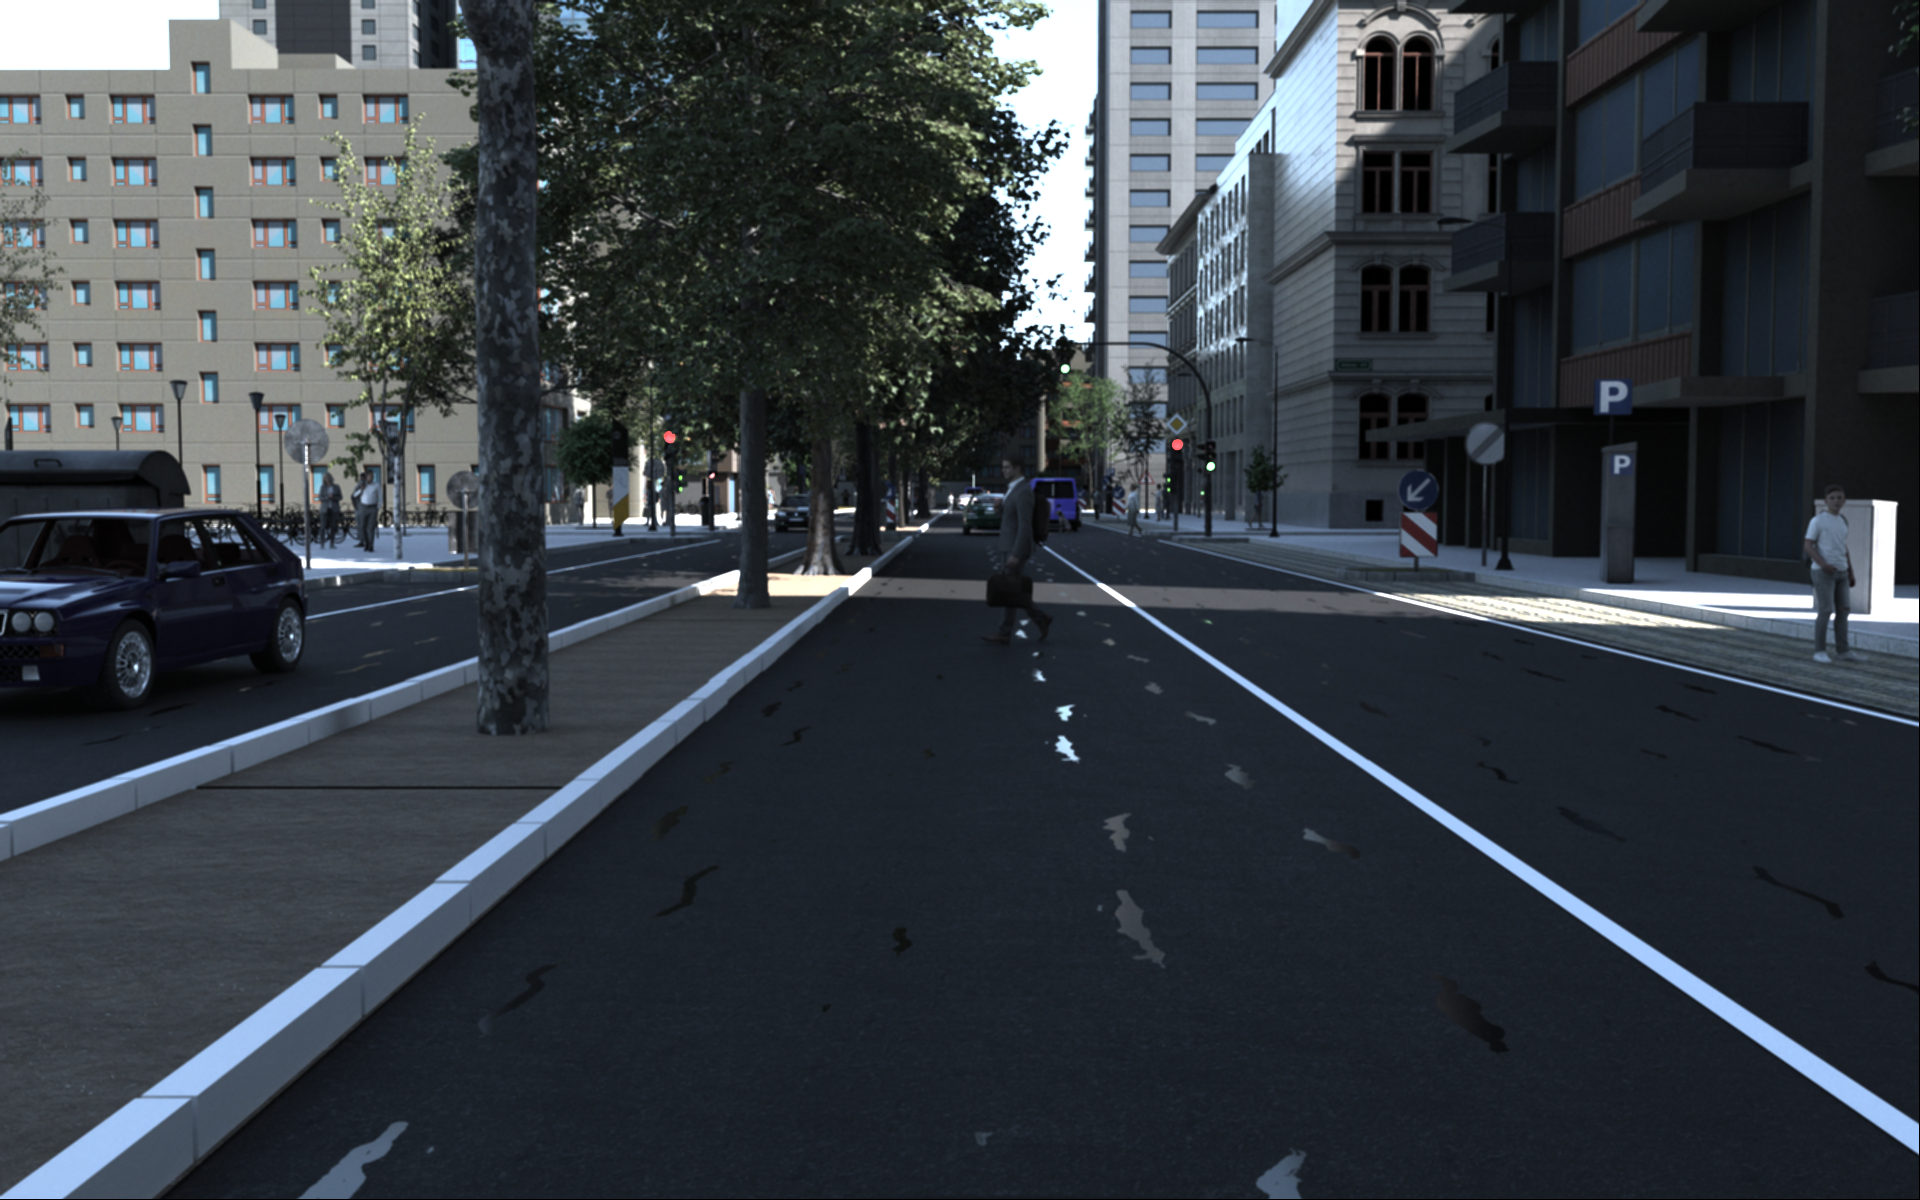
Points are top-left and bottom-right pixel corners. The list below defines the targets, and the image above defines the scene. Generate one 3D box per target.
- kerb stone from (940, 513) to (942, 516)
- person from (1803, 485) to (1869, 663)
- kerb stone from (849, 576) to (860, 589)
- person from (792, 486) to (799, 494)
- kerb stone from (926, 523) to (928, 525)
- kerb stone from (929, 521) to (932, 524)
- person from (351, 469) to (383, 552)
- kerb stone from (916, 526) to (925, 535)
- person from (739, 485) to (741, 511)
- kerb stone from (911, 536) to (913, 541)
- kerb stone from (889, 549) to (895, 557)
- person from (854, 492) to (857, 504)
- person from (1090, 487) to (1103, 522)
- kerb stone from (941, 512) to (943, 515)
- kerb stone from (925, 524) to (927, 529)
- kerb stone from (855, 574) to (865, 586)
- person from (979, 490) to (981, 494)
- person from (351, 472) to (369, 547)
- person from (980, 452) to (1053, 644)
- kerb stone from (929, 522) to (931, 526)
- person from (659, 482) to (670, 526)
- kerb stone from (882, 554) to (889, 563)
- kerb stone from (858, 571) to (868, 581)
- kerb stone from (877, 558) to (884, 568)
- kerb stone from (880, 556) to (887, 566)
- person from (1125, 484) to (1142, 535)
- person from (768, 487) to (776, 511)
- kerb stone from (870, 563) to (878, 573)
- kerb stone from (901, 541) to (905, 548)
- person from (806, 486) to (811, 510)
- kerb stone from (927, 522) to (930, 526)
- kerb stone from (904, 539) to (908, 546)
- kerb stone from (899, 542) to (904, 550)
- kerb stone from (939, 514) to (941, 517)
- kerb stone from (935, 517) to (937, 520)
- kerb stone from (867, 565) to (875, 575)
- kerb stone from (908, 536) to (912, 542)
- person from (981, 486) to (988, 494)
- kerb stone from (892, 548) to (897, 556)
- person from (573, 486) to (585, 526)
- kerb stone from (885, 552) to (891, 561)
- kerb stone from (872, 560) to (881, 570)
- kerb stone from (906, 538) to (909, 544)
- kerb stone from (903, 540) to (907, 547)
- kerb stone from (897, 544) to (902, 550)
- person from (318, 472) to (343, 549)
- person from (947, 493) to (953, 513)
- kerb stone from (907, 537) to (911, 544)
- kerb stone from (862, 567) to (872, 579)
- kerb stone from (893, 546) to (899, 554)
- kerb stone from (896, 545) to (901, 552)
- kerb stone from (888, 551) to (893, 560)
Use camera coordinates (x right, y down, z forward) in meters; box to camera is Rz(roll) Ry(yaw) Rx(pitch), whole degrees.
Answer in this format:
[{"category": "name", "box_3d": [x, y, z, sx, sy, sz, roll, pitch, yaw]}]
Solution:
[{"category": "kerb stone", "box_3d": [-1.317, -4.953, 103.171, 0.120, 0.150, 1.000, 0, 4, 0]}, {"category": "person", "box_3d": [7.426, -0.221, 14.716, 0.523, 1.515, 0.503, 3, 4, 37]}, {"category": "kerb stone", "box_3d": [-1.608, -0.217, 25.736, 0.120, 0.150, 1.000, 0, 4, 0]}, {"category": "person", "box_3d": [-7.464, -4.301, 79.070, 0.529, 1.795, 0.600, 0, 4, -3]}, {"category": "kerb stone", "box_3d": [-1.434, -2.885, 69.364, 0.120, 0.150, 1.000, 0, 4, 0]}, {"category": "kerb stone", "box_3d": [-1.417, -3.261, 75.506, 0.120, 0.150, 1.000, 0, 4, 0]}, {"category": "person", "box_3d": [-13.244, -1.991, 38.702, 0.679, 1.850, 0.850, -1, 4, -15]}, {"category": "kerb stone", "box_3d": [-1.464, -2.570, 64.236, 0.120, 0.150, 1.000, 0, 4, 0]}, {"category": "person", "box_3d": [-11.866, -5.359, 93.999, 0.374, 1.781, 0.599, 3, 5, 44]}, {"category": "kerb stone", "box_3d": [-1.510, -1.721, 50.338, 0.120, 0.150, 1.000, 0, 4, 0]}, {"category": "kerb stone", "box_3d": [-1.556, -0.969, 38.052, 0.120, 0.150, 1.000, 0, 4, 0]}, {"category": "person", "box_3d": [-7.310, -7.070, 124.187, 0.635, 1.810, 0.391, 0, 4, 8]}, {"category": "person", "box_3d": [6.954, -4.876, 88.409, 0.473, 1.802, 0.592, -2, 4, -31]}, {"category": "kerb stone", "box_3d": [-1.291, -5.266, 108.297, 0.120, 0.150, 1.000, 0, 4, 0]}, {"category": "kerb stone", "box_3d": [-1.450, -2.759, 67.310, 0.120, 0.150, 1.000, 0, 4, 0]}, {"category": "kerb stone", "box_3d": [-1.603, -0.271, 26.764, 0.120, 0.150, 1.000, 0, 4, 0]}, {"category": "person", "box_3d": [1.373, -7.064, 124.560, 0.524, 1.755, 0.480, 3, 4, 37]}, {"category": "person", "box_3d": [-14.438, -2.176, 41.799, 0.511, 1.800, 0.466, 0, 4, 4]}, {"category": "person", "box_3d": [0.571, -0.495, 16.563, 0.822, 1.834, 0.622, -1, 4, -20]}, {"category": "kerb stone", "box_3d": [-1.423, -3.136, 73.461, 0.120, 0.150, 1.000, 0, 4, 0]}, {"category": "person", "box_3d": [-11.834, -3.862, 69.533, 0.599, 1.781, 0.374, 3, 5, 41]}, {"category": "kerb stone", "box_3d": [-1.569, -0.779, 34.973, 0.120, 0.150, 1.000, 0, 4, 0]}, {"category": "kerb stone", "box_3d": [-1.602, -0.333, 27.786, 0.120, 0.150, 1.000, 0, 4, 0]}, {"category": "kerb stone", "box_3d": [-1.578, -0.656, 32.917, 0.120, 0.150, 1.000, 0, 4, 0]}, {"category": "kerb stone", "box_3d": [-1.572, -0.718, 33.949, 0.120, 0.150, 1.000, 0, 4, 0]}, {"category": "person", "box_3d": [6.061, -3.150, 60.229, 0.641, 1.798, 0.478, -1, 4, -10]}, {"category": "person", "box_3d": [-14.112, -7.553, 129.622, 0.616, 1.811, 0.778, 0, 3, 0]}, {"category": "kerb stone", "box_3d": [-1.594, -0.525, 30.858, 0.120, 0.150, 1.000, 0, 4, 0]}, {"category": "kerb stone", "box_3d": [-1.534, -1.346, 44.203, 0.120, 0.150, 1.000, 0, 4, 0]}, {"category": "person", "box_3d": [-5.367, -3.342, 63.331, 0.473, 1.802, 0.592, 0, 4, -8]}, {"category": "kerb stone", "box_3d": [-1.431, -3.010, 71.412, 0.120, 0.150, 1.000, 0, 4, 0]}, {"category": "kerb stone", "box_3d": [-1.530, -1.471, 46.247, 0.120, 0.150, 1.000, 0, 4, 0]}, {"category": "kerb stone", "box_3d": [-1.545, -1.283, 43.179, 0.120, 0.150, 1.000, 0, 4, 0]}, {"category": "kerb stone", "box_3d": [-1.322, -4.762, 100.102, 0.120, 0.150, 1.000, 0, 4, 0]}, {"category": "kerb stone", "box_3d": [-1.375, -4.013, 87.802, 0.120, 0.150, 1.000, 0, 4, 0]}, {"category": "kerb stone", "box_3d": [-1.598, -0.467, 29.836, 0.120, 0.150, 1.000, 0, 4, 0]}, {"category": "kerb stone", "box_3d": [-1.512, -1.659, 49.316, 0.120, 0.150, 1.000, 0, 4, 0]}, {"category": "person", "box_3d": [1.094, -4.287, 78.712, 0.853, 1.813, 0.709, 0, 4, 4]}, {"category": "kerb stone", "box_3d": [-1.556, -1.032, 39.074, 0.120, 0.150, 1.000, 0, 4, 0]}, {"category": "person", "box_3d": [-15.554, -3.938, 70.610, 0.537, 1.800, 0.526, -3, 5, -43]}, {"category": "kerb stone", "box_3d": [-1.564, -0.844, 36.003, 0.120, 0.150, 1.000, 0, 4, 0]}, {"category": "kerb stone", "box_3d": [-1.579, -0.591, 31.891, 0.120, 0.150, 1.000, 0, 4, 0]}, {"category": "kerb stone", "box_3d": [-1.525, -1.534, 47.272, 0.120, 0.150, 1.000, 0, 4, 0]}, {"category": "kerb stone", "box_3d": [-1.534, -1.403, 45.225, 0.120, 0.150, 1.000, 0, 4, 0]}, {"category": "kerb stone", "box_3d": [-1.545, -1.220, 42.147, 0.120, 0.150, 1.000, 0, 4, 0]}, {"category": "person", "box_3d": [-14.767, -2.105, 40.648, 0.537, 1.800, 0.526, -1, 4, -19]}, {"category": "person", "box_3d": [-0.766, -7.358, 131.396, 0.503, 1.515, 0.523, -1, 4, -14]}, {"category": "kerb stone", "box_3d": [-1.521, -1.596, 48.294, 0.120, 0.150, 1.000, 0, 4, 0]}, {"category": "kerb stone", "box_3d": [-1.592, -0.405, 28.814, 0.120, 0.150, 1.000, 0, 4, 0]}, {"category": "kerb stone", "box_3d": [-1.551, -1.091, 40.098, 0.120, 0.150, 1.000, 0, 4, 0]}, {"category": "kerb stone", "box_3d": [-1.551, -1.158, 41.124, 0.120, 0.150, 1.000, 0, 4, 0]}, {"category": "kerb stone", "box_3d": [-1.559, -0.907, 37.025, 0.120, 0.150, 1.000, 0, 4, 0]}]
